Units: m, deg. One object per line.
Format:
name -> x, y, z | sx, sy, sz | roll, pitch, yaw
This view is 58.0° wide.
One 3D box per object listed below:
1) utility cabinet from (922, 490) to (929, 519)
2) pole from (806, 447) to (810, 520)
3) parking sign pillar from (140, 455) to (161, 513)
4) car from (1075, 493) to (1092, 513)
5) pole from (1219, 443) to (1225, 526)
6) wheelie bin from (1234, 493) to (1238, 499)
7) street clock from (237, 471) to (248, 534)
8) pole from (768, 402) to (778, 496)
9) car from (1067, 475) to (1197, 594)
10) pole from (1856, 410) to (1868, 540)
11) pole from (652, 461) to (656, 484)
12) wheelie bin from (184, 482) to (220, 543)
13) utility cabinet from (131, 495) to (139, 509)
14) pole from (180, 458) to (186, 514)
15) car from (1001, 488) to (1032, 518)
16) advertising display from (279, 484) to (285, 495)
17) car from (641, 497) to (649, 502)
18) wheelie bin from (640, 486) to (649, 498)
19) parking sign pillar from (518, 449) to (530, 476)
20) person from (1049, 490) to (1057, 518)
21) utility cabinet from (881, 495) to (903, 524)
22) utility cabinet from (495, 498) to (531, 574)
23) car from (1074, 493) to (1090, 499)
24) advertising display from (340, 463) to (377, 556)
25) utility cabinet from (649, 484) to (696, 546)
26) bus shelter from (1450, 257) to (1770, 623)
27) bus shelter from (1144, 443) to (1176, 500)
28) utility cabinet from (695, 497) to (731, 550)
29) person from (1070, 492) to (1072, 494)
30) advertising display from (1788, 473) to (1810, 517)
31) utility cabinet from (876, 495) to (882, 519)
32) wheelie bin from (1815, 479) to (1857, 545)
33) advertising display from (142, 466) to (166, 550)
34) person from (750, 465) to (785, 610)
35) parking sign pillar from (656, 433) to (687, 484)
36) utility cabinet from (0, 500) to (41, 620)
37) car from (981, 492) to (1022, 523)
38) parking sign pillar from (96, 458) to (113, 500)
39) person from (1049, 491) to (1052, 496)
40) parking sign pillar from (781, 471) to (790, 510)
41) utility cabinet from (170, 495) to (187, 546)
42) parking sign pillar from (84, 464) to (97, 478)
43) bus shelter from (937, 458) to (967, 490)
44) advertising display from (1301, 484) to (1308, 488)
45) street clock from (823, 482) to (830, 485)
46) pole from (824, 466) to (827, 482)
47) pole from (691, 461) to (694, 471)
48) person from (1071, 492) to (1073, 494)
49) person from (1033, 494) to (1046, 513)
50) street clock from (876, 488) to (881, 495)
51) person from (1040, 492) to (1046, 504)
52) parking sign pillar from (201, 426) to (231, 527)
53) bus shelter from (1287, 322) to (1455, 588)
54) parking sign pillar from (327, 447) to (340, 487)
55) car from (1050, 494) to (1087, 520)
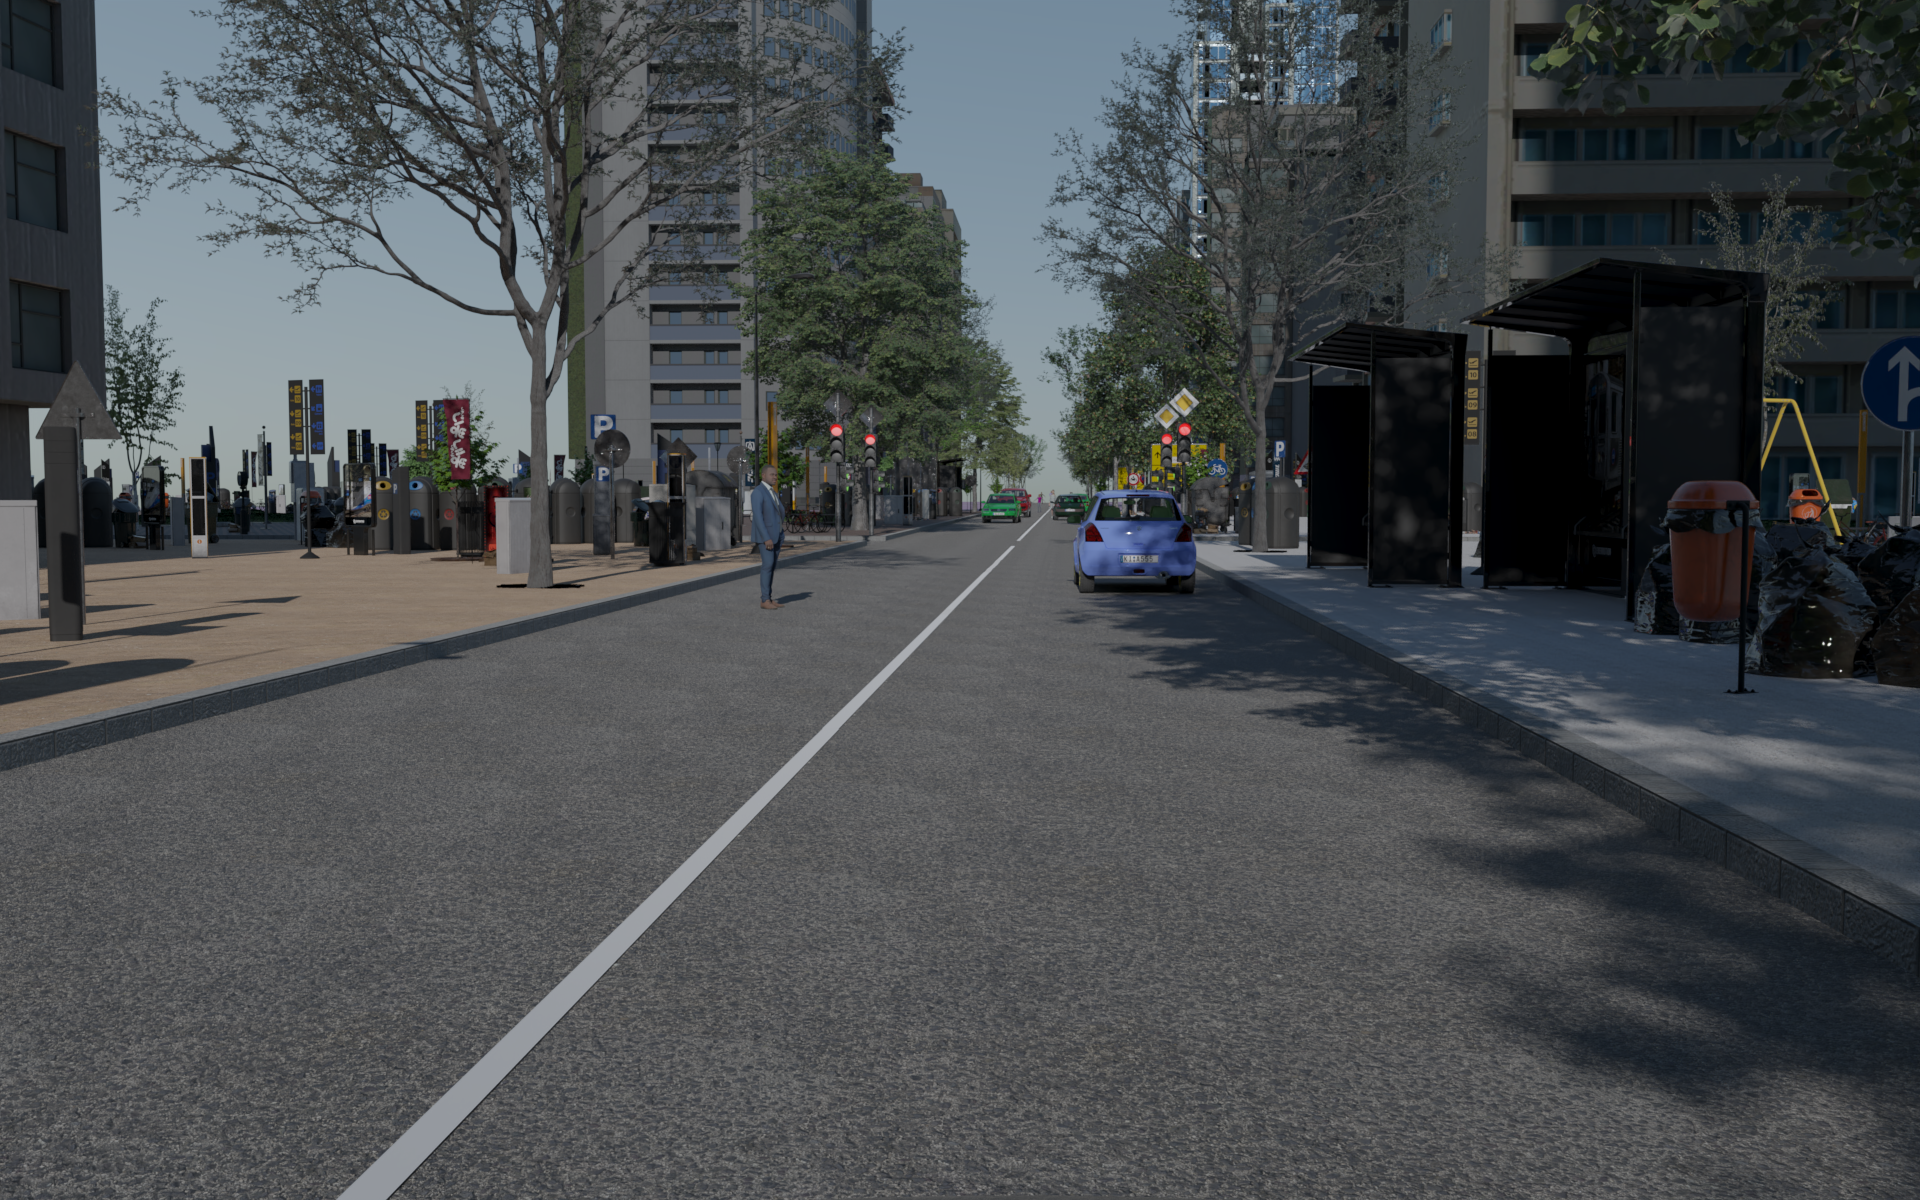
utility cabinet -> -1.561, -4.908, 88.929 | 0.318, 1.500, 1.173 | -1, 4, -23
pole -> -6.160, -4.662, 70.070 | 0.158, 3.312, 0.155 | 0, 3, 0
parking sign pillar -> -56.041, -8.044, 119.991 | 1.447, 3.967, 1.447 | 3, 5, 45
car -> 7.534, -6.269, 111.302 | 1.959, 1.807, 4.718 | 0, 4, 4
pole -> 10.578, -4.649, 69.862 | 0.158, 3.312, 0.155 | 0, 3, 0
wheelie bin -> 15.457, -5.354, 95.438 | 0.693, 1.594, 0.980 | 1, 4, 9
street clock -> -22.765, -3.085, 55.007 | 0.358, 2.002, 0.471 | -3, 4, -37
pole -> -4.142, -2.721, 38.325 | 0.158, 3.312, 0.155 | 0, 3, 0
car -> 2.597, -1.020, 26.270 | 1.945, 1.707, 3.694 | 0, 4, 2
pole -> 21.873, -2.946, 42.009 | 0.158, 3.312, 0.155 | 0, 3, 0
pole -> -18.864, -6.911, 106.838 | 0.158, 3.312, 0.155 | 0, 3, 0
wheelie bin -> -19.707, -2.269, 45.008 | 0.980, 1.594, 0.693 | 2, 4, 32
utility cabinet -> -59.598, -6.951, 124.812 | 0.306, 1.237, 1.020 | 0, 4, 4
pole -> -43.831, -6.354, 97.729 | 0.158, 3.312, 0.155 | 0, 3, 0
car -> 3.318, -6.024, 107.163 | 2.281, 1.827, 5.304 | 0, 4, 5
advertising display -> -44.246, -6.595, 113.041 | 0.123, 1.923, 0.974 | -3, 4, -37
car -> -8.971, -2.310, 50.123 | 4.827, 1.381, 2.083 | 0, 4, 4
wheelie bin -> -12.557, -3.734, 68.959 | 0.980, 1.594, 0.693 | -1, 4, -16
parking sign pillar -> -25.906, -7.093, 104.439 | 1.447, 3.967, 1.447 | -2, 4, -31
person -> 5.600, -5.789, 104.158 | 0.512, 1.701, 0.522 | 1, 4, 18
utility cabinet -> -2.761, -3.884, 74.661 | 1.020, 1.237, 0.306 | 2, 4, 24
utility cabinet -> -7.124, -1.043, 28.217 | 0.306, 1.237, 1.020 | 1, 4, 23
car -> 9.647, -8.144, 142.198 | 2.155, 1.783, 4.494 | 0, 4, 2
advertising display -> -12.549, -1.897, 36.232 | 0.974, 1.923, 0.123 | 2, 4, 35
utility cabinet -> -6.397, -1.829, 38.583 | 1.173, 1.500, 0.318 | 3, 4, 37
bus shelter -> 7.387, -1.773, 20.271 | 1.731, 3.624, 6.357 | 0, 4, 3
bus shelter -> 12.267, -7.689, 103.345 | 2.179, 5.291, 8.768 | 0, 4, 3
utility cabinet -> -5.690, -1.755, 39.851 | 0.306, 1.237, 1.020 | 2, 4, 29
person -> 16.065, -14.801, 251.169 | 0.621, 1.740, 0.551 | -2, 4, -34
advertising display -> 26.104, -2.978, 53.899 | 0.974, 1.923, 0.123 | -2, 4, -35
utility cabinet -> -4.206, -4.853, 90.511 | 0.306, 1.237, 1.020 | 0, 4, 8
wheelie bin -> 18.363, -1.754, 36.586 | 0.980, 1.594, 0.693 | 0, 4, 6
advertising display -> -18.485, -2.111, 39.723 | 0.974, 1.923, 0.123 | 3, 5, 43
person -> -2.420, -0.801, 21.785 | 0.419, 1.800, 0.721 | 1, 4, 9
parking sign pillar -> -12.721, -5.381, 76.456 | 1.447, 3.967, 1.447 | 0, 4, 2
utility cabinet -> -9.946, -0.394, 17.603 | 1.020, 1.237, 0.306 | -2, 4, -31
car -> 2.085, -4.733, 86.188 | 1.959, 1.807, 4.718 | 0, 4, 5
parking sign pillar -> -64.978, -8.741, 131.393 | 1.447, 3.967, 1.447 | 1, 4, 11
person -> 12.423, -13.861, 234.993 | 0.709, 1.838, 0.599 | -2, 4, -31
parking sign pillar -> -9.186, -6.014, 86.800 | 1.447, 3.967, 1.447 | -3, 4, -36
utility cabinet -> -19.543, -1.964, 43.270 | 0.306, 1.237, 1.020 | -2, 4, -27
parking sign pillar -> -57.201, -7.562, 112.107 | 1.447, 3.967, 1.447 | 0, 4, 3
bus shelter -> -0.551, -7.605, 115.617 | 1.731, 3.624, 6.357 | 0, 4, 4
advertising display -> 22.867, -6.689, 114.572 | 0.974, 1.923, 0.123 | -1, 4, -23
street clock -> -7.973, -6.022, 103.030 | 0.471, 2.002, 0.358 | -3, 4, -36
pole -> -9.889, -8.177, 127.539 | 0.158, 3.312, 0.155 | 0, 3, 0
pole -> -15.501, -6.520, 100.452 | 0.158, 3.312, 0.155 | 0, 3, 0
person -> 16.936, -15.495, 262.624 | 1.217, 1.735, 0.721 | -2, 4, -24
person -> 6.135, -7.483, 134.072 | 0.991, 1.433, 0.599 | 1, 4, 10
street clock -> -4.952, -6.171, 105.462 | 0.358, 2.002, 0.471 | 1, 4, 20
person -> 11.779, -14.755, 250.463 | 1.217, 1.735, 0.721 | 0, 4, 7
parking sign pillar -> -29.353, -4.847, 67.727 | 1.447, 3.967, 1.447 | -2, 4, -26
bus shelter -> 6.302, -2.168, 26.732 | 1.731, 3.624, 6.357 | 0, 4, 3
parking sign pillar -> -35.805, -6.759, 98.989 | 1.447, 3.967, 1.447 | -2, 4, -31
car -> 5.985, -5.234, 95.355 | 2.009, 1.686, 4.222 | 0, 4, 2
